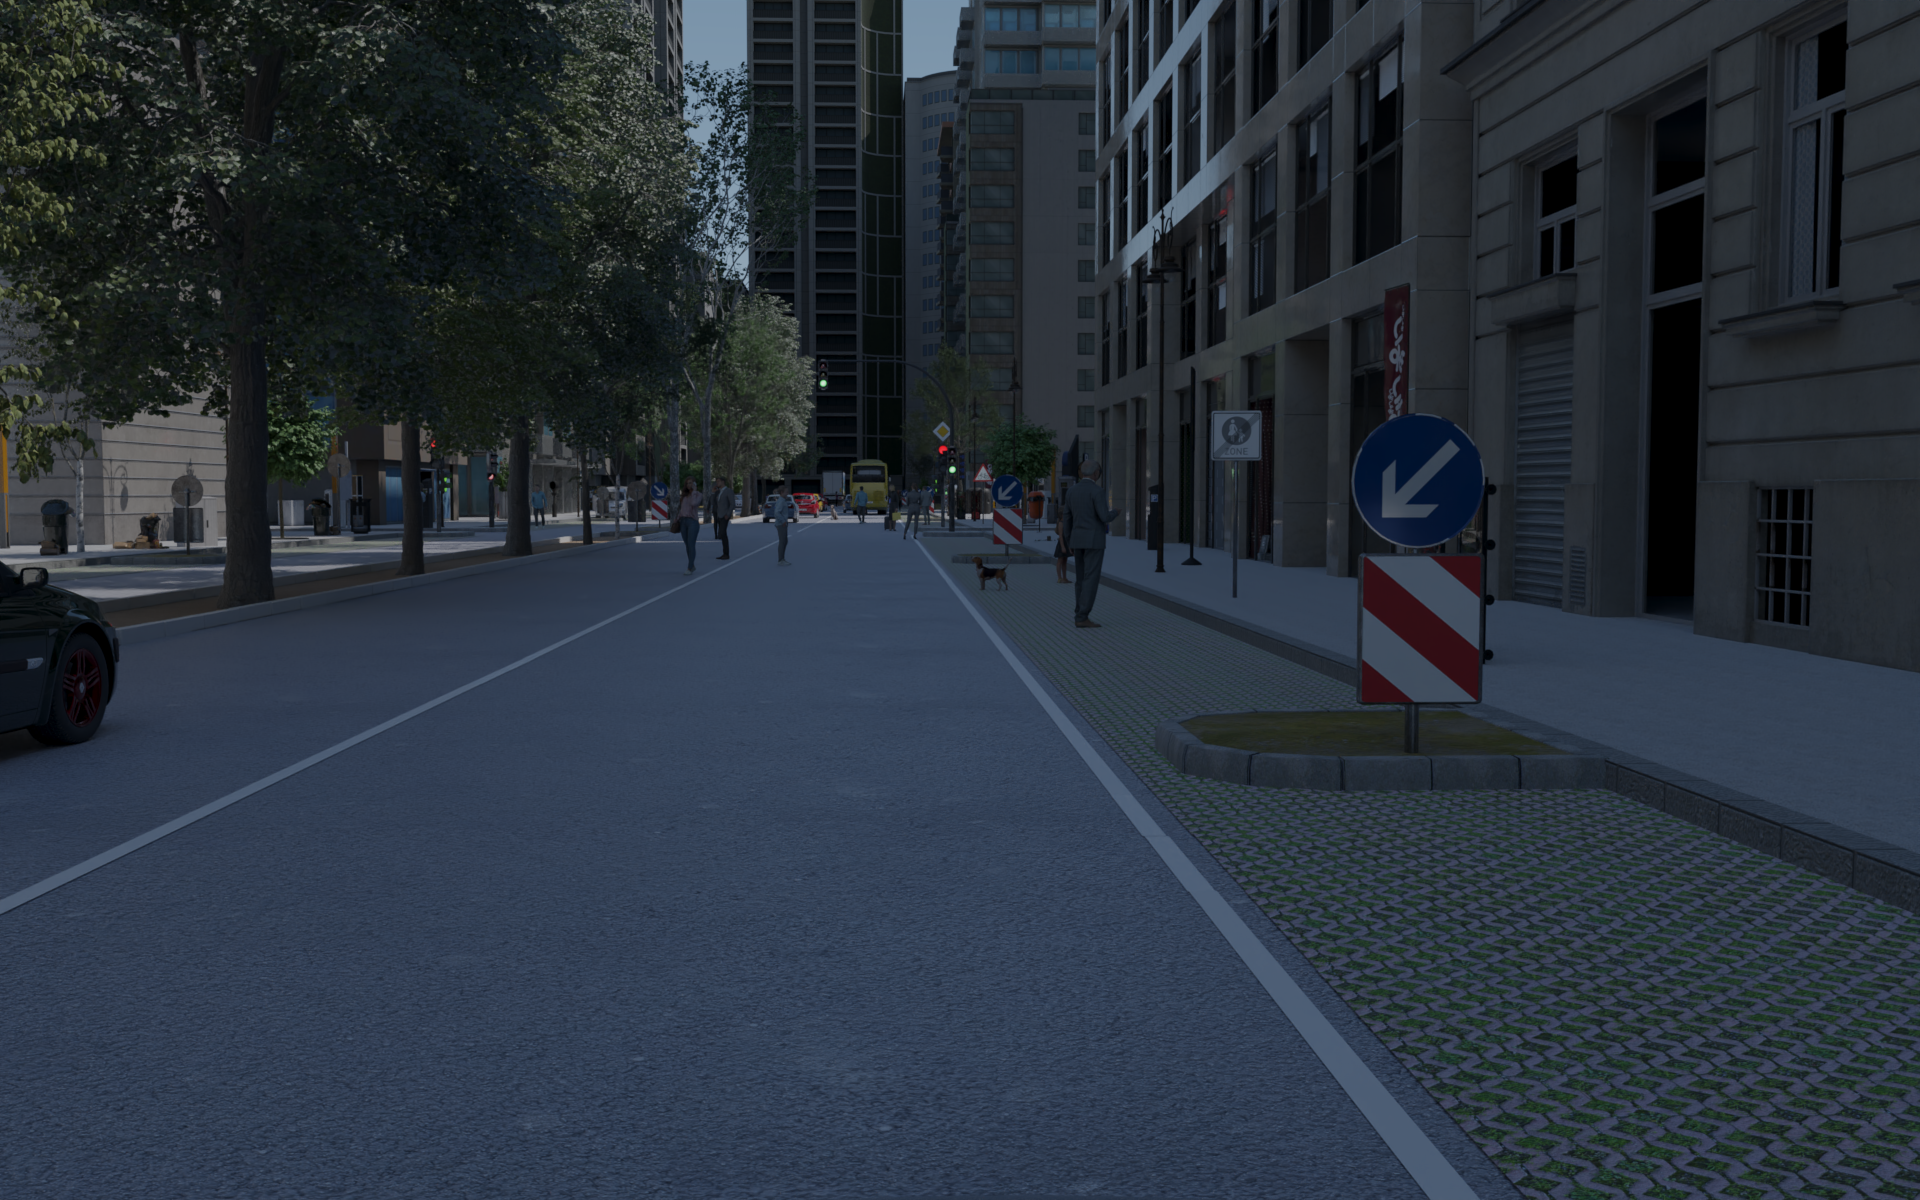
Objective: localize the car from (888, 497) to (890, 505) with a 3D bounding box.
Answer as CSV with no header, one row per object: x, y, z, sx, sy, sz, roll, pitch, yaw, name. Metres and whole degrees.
-7.947,-12.584,215.334,1.945,1.707,3.694,0,4,-3,car

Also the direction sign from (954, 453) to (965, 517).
-0.126,-6.346,95.760,0.876,3.537,0.379,2,4,26,direction sign

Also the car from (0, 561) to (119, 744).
-5.867,0.066,8.709,2.009,1.686,4.222,0,4,-1,car

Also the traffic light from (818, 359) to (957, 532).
-2.388,-5.139,58.683,4.771,5.953,1.251,0,4,-3,traffic light

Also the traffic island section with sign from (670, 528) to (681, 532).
-11.397,-3.549,66.168,2.006,1.907,1.989,0,4,-3,traffic island section with sign

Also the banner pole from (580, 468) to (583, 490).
-28.315,-8.479,128.650,0.401,3.779,0.863,2,4,34,banner pole

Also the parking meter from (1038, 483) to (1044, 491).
4.667,-5.783,100.256,0.255,1.863,0.399,-2,4,-30,parking meter

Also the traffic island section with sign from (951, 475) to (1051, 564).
0.827,-1.685,36.184,1.989,1.847,2.006,0,4,-3,traffic island section with sign

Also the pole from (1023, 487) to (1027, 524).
2.742,-4.886,73.731,0.158,3.312,0.155,0,3,0,pole

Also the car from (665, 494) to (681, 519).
-15.688,-5.311,96.625,2.009,1.686,4.222,0,4,-5,car

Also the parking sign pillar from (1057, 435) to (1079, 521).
4.964,-5.472,77.937,1.447,3.967,1.447,1,4,20,parking sign pillar

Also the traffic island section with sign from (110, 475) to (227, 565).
-16.145,-1.661,35.791,1.989,1.847,2.006,0,4,-3,traffic island section with sign

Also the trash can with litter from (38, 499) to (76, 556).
-19.048,-1.536,36.500,0.624,1.170,1.055,-1,4,-18,trash can with litter

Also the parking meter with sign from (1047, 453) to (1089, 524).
4.592,-4.771,74.260,1.738,3.016,0.543,1,4,23,parking meter with sign

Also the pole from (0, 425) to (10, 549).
-22.439,-2.860,40.598,0.158,3.312,0.155,0,3,0,pole

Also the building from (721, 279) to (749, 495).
-35.537,-28.208,232.899,14.107,30.474,14.160,0,4,-3,building

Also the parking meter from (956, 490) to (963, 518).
-0.030,-5.277,94.685,0.372,1.533,0.369,0,3,0,parking meter

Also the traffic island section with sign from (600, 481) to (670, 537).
-11.056,-3.097,58.769,2.006,1.907,1.989,0,4,-3,traffic island section with sign

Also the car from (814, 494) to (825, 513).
-11.560,-7.606,134.585,2.015,1.641,3.980,0,4,-1,car

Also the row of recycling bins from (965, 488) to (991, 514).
1.113,-6.442,112.438,1.069,1.692,3.534,-1,4,-16,row of recycling bins

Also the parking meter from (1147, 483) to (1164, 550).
4.483,-1.912,39.674,0.372,1.533,0.369,0,3,0,parking meter

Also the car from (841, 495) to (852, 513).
-8.042,-7.336,131.953,2.014,1.417,4.499,0,4,-4,car

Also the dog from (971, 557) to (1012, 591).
0.465,-0.387,25.621,0.540,0.507,0.406,-1,4,-13,dog

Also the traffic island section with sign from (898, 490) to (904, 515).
-3.085,-6.737,118.777,1.989,1.847,2.006,0,4,-3,traffic island section with sign

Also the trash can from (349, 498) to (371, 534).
-19.314,-2.700,55.806,0.748,1.137,0.748,0,3,0,trash can

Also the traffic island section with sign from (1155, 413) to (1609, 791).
2.105,-0.039,9.259,1.989,1.847,2.006,0,4,-3,traffic island section with sign

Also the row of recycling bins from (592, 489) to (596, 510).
-26.574,-7.645,132.115,3.534,1.692,1.069,2,4,28,row of recycling bins

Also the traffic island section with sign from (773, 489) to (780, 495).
-14.961,-8.140,141.222,2.006,1.907,1.989,0,4,-3,traffic island section with sign

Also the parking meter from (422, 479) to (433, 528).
-20.056,-3.640,65.227,0.255,1.863,0.399,1,4,12,parking meter

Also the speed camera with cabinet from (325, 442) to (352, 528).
-23.605,-4.365,65.707,0.660,3.252,2.038,-2,4,-32,speed camera with cabinet

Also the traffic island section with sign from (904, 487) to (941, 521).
-1.816,-5.090,91.852,1.989,1.847,2.006,0,4,-3,traffic island section with sign

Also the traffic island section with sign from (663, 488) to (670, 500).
-20.107,-6.768,119.277,1.989,1.847,2.006,0,4,-3,traffic island section with sign

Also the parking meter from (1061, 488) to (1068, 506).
4.372,-3.864,71.590,0.372,1.533,0.369,0,3,0,parking meter

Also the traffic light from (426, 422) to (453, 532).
-17.494,-4.231,58.096,0.839,4.253,0.868,0,4,-3,traffic light

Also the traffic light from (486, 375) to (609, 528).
-15.787,-5.599,66.206,4.771,5.953,1.251,0,4,-3,traffic light

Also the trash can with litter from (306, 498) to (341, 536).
-19.638,-2.575,53.486,0.624,1.170,1.055,1,4,11,trash can with litter

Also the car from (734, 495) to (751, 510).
-19.348,-8.610,153.140,2.083,1.381,4.827,0,4,-2,car

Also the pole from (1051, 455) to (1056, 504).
4.055,-4.975,75.185,0.158,3.312,0.155,0,3,0,pole

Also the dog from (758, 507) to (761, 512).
-14.758,-6.667,128.296,0.406,0.507,0.540,1,4,10,dog

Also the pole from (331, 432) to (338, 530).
-19.935,-3.758,55.283,0.158,3.312,0.155,0,3,0,pole

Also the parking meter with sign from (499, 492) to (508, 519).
-23.319,-5.676,89.060,1.738,3.016,0.543,-3,5,-41,parking meter with sign

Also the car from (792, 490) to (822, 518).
-9.417,-5.824,104.259,2.155,1.783,4.494,0,4,-3,car

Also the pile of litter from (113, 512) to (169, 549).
-19.242,-1.632,40.645,1.176,0.858,1.719,-2,4,-34,pile of litter

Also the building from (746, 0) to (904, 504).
-17.962,-48.816,236.385,20.611,71.187,20.563,0,4,-3,building

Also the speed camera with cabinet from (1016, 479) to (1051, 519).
3.973,-5.854,90.055,0.660,3.252,2.038,-3,4,-39,speed camera with cabinet

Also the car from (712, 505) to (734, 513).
-17.762,-7.116,128.353,2.014,1.417,4.499,0,4,-2,car

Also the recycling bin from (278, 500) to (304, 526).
-26.810,-3.478,69.412,0.722,1.027,0.722,2,4,25,recycling bin

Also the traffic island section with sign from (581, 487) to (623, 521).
-18.770,-5.038,90.995,1.989,1.847,2.006,0,4,-3,traffic island section with sign

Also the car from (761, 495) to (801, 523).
-9.033,-4.610,87.368,2.014,1.417,4.499,0,4,-4,car

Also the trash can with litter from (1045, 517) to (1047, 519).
4.653,-4.432,83.857,1.055,1.170,0.624,0,4,-5,trash can with litter

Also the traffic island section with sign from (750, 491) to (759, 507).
-23.692,-11.411,195.200,1.989,1.847,2.006,0,4,-3,traffic island section with sign

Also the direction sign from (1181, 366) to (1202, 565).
4.189,-2.399,31.219,0.379,3.537,0.876,1,4,11,direction sign

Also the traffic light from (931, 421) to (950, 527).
-0.681,-4.769,66.899,0.839,4.253,0.868,0,4,-3,traffic light

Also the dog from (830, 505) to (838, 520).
-6.817,-4.807,95.434,0.800,0.831,0.513,-1,4,-21,dog

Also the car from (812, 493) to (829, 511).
-12.337,-8.526,148.441,2.155,1.783,4.494,0,4,-1,car

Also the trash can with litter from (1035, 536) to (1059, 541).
3.034,-2.230,47.525,2.233,1.210,1.678,-1,4,-17,trash can with litter

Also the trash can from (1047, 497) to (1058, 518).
4.477,-4.308,82.094,0.748,1.137,0.748,0,3,0,trash can

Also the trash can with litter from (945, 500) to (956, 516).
-0.334,-5.446,100.426,1.055,1.170,0.624,0,4,3,trash can with litter

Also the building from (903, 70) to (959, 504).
6.494,-42.531,237.382,28.212,58.520,21.231,0,4,-3,building

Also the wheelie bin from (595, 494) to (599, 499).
-21.590,-5.921,104.708,0.980,1.594,0.693,0,4,0,wheelie bin
